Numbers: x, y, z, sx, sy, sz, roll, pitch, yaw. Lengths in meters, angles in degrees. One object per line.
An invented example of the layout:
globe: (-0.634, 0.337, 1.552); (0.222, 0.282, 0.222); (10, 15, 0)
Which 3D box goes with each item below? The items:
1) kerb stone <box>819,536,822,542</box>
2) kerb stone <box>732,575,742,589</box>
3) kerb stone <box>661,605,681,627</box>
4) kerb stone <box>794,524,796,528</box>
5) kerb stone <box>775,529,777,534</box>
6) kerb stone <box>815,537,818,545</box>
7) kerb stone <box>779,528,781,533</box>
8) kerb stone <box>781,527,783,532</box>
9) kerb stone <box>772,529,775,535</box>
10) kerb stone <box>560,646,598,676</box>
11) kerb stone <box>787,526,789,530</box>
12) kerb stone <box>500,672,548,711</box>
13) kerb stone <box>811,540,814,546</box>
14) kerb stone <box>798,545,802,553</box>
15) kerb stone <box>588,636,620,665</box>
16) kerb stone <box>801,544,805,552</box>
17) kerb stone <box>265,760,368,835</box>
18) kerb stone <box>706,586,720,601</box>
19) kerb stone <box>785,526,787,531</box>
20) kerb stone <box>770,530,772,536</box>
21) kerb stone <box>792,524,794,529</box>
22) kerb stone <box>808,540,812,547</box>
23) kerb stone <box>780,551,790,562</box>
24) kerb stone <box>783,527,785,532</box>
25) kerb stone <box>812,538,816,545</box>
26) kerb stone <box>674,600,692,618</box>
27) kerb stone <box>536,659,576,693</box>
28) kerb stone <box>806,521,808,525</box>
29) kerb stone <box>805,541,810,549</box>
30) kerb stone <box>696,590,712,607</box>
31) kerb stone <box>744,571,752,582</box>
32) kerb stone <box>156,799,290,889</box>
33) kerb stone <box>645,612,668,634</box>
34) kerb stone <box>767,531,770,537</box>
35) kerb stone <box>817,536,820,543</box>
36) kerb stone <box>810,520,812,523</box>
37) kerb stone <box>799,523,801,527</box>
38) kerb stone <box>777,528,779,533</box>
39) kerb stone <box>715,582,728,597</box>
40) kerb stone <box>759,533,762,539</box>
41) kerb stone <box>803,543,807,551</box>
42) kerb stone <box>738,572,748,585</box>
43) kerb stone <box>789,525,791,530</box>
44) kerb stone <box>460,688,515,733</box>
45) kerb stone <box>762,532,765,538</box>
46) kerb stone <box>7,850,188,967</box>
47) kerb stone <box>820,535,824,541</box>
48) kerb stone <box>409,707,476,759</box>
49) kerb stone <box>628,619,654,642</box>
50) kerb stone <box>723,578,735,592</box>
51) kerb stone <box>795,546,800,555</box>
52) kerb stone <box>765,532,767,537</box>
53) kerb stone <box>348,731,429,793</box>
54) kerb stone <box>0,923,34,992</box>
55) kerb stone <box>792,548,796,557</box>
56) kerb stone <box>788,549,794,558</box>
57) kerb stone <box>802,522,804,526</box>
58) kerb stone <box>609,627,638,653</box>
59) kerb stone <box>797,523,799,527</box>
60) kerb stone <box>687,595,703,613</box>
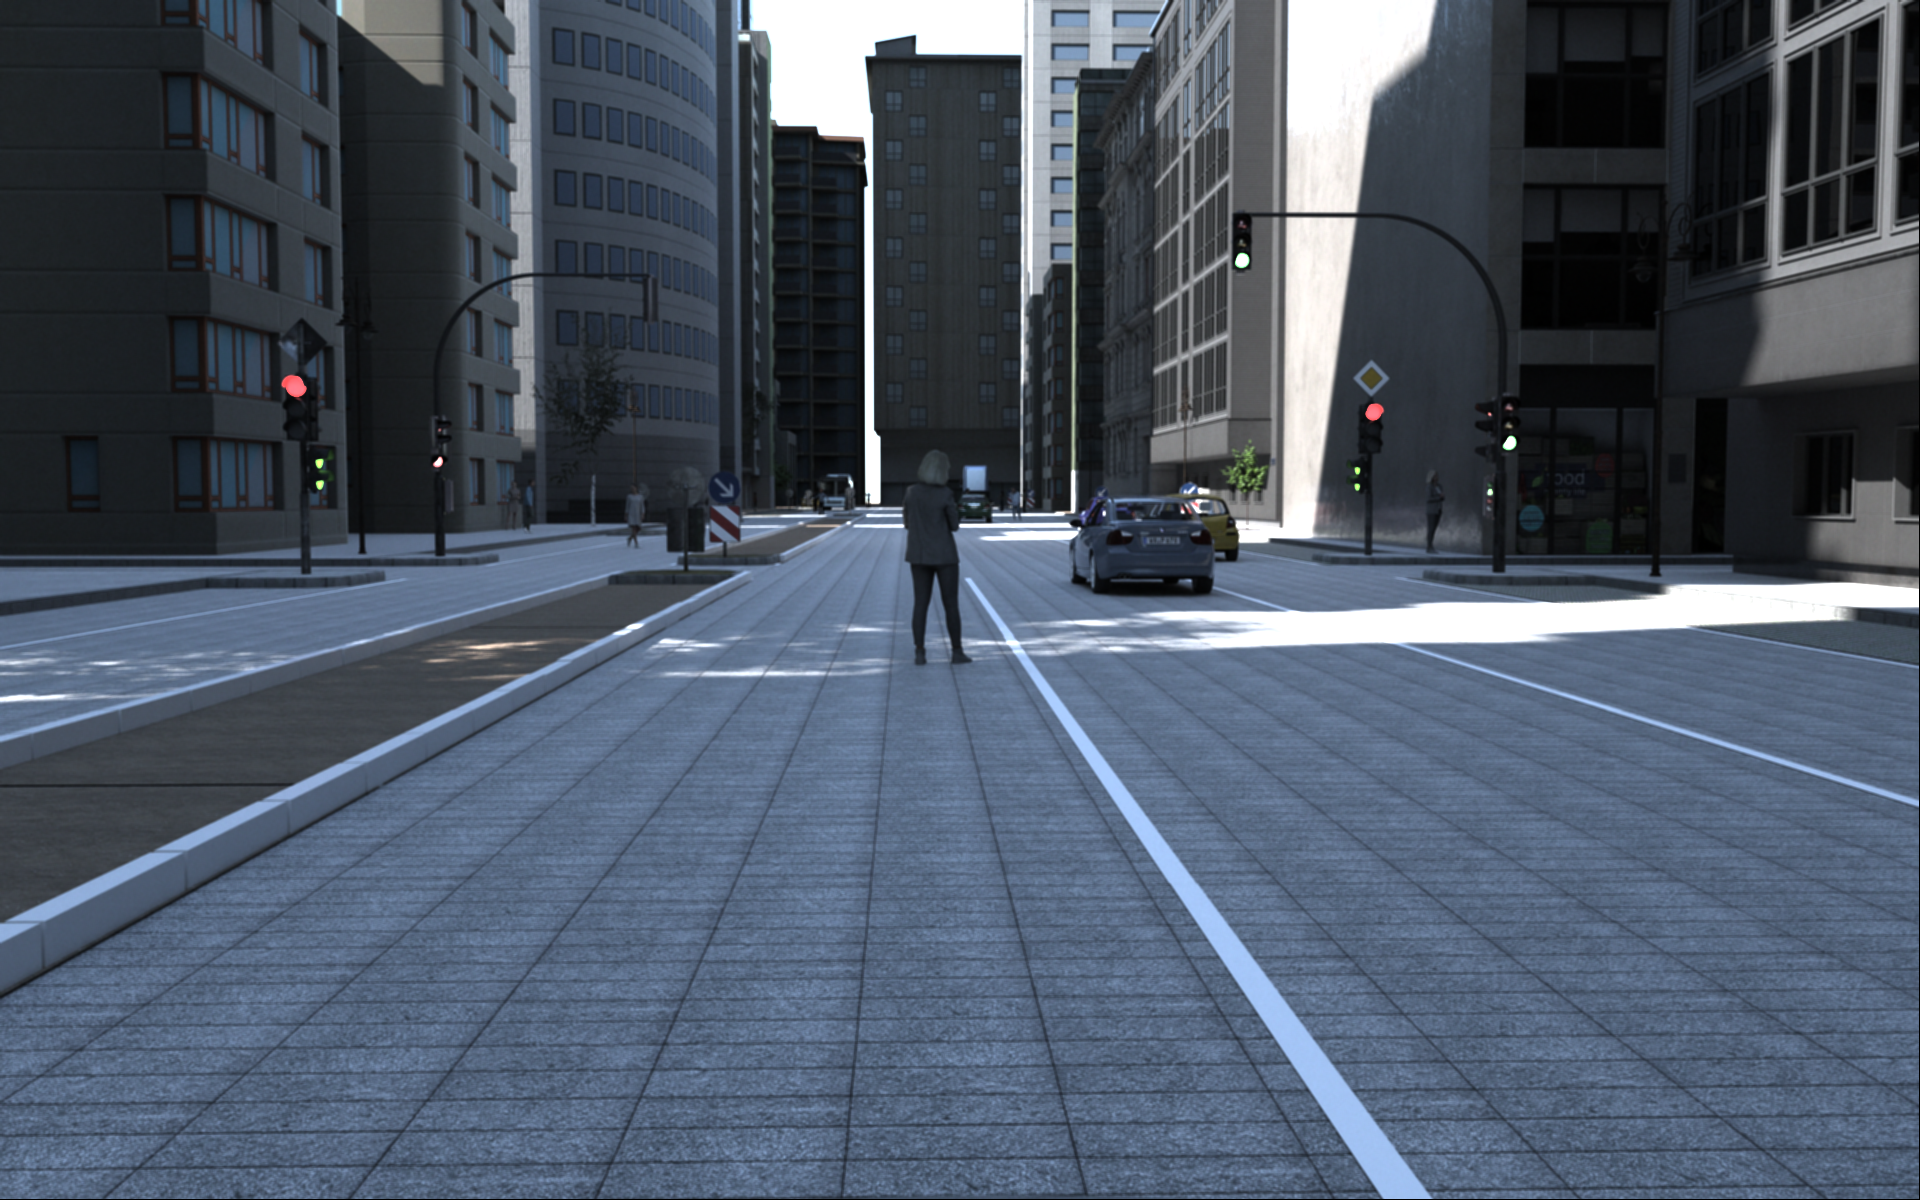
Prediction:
kerb stone: (-4.178, -1.721, 50.352); (0.120, 0.150, 1.000); (0, 4, -2)
kerb stone: (-3.445, -0.241, 26.210); (0.120, 0.150, 1.000); (0, 4, -2)
kerb stone: (-3.214, 0.194, 19.020); (0.120, 0.150, 1.000); (0, 4, -2)
kerb stone: (-6.897, -2.970, 70.784); (0.120, 0.150, 1.000); (0, 4, -2)
kerb stone: (-6.580, -2.345, 60.535); (0.120, 0.150, 1.000); (0, 4, -2)
kerb stone: (-4.116, -1.597, 48.308); (0.120, 0.150, 1.000); (0, 4, -2)
kerb stone: (-6.652, -2.470, 62.581); (0.120, 0.150, 1.000); (0, 4, -2)
kerb stone: (-6.675, -2.533, 63.609); (0.120, 0.150, 1.000); (0, 4, -2)
kerb stone: (-6.554, -2.277, 59.506); (0.120, 0.150, 1.000); (0, 4, -2)
kerb stone: (-3.074, 0.507, 13.900); (0.120, 0.150, 1.000); (0, 4, -2)
kerb stone: (-6.772, -2.721, 66.686); (0.120, 0.150, 1.000); (0, 4, -2)
kerb stone: (-3.005, 0.633, 11.852); (0.120, 0.150, 1.000); (0, 4, -2)
kerb stone: (-4.058, -1.470, 46.251); (0.120, 0.150, 1.000); (0, 4, -2)
kerb stone: (-3.894, -1.155, 41.112); (0.120, 0.150, 1.000); (0, 4, -2)
kerb stone: (-3.101, 0.444, 14.930); (0.120, 0.150, 1.000); (0, 4, -2)
kerb stone: (-3.932, -1.219, 42.133); (0.120, 0.150, 1.000); (0, 4, -2)
kerb stone: (-2.881, 0.883, 7.765); (0.120, 0.150, 1.000); (0, 4, -2)
kerb stone: (-3.351, -0.057, 23.128); (0.120, 0.150, 1.000); (0, 4, -2)
kerb stone: (-6.743, -2.658, 65.652); (0.120, 0.150, 1.000); (0, 4, -2)
kerb stone: (-6.526, -2.219, 58.483); (0.120, 0.150, 1.000); (0, 4, -2)
kerb stone: (-6.872, -2.909, 69.755); (0.120, 0.150, 1.000); (0, 4, -2)
kerb stone: (-4.017, -1.408, 45.224); (0.120, 0.150, 1.000); (0, 4, -2)
kerb stone: (-3.777, -0.906, 37.015); (0.120, 0.150, 1.000); (0, 4, -2)
kerb stone: (-6.709, -2.595, 64.630); (0.120, 0.150, 1.000); (0, 4, -2)
kerb stone: (-4.082, -1.534, 47.272); (0.120, 0.150, 1.000); (0, 4, -2)
kerb stone: (-3.256, 0.132, 20.041); (0.120, 0.150, 1.000); (0, 4, -2)
kerb stone: (-3.035, 0.578, 12.878); (0.120, 0.150, 1.000); (0, 4, -2)
kerb stone: (-7.146, -3.473, 78.982); (0.120, 0.150, 1.000); (0, 4, -2)
kerb stone: (-3.987, -1.346, 44.202); (0.120, 0.150, 1.000); (0, 4, -2)
kerb stone: (-3.315, 0.006, 22.096); (0.120, 0.150, 1.000); (0, 4, -2)
kerb stone: (-3.501, -0.371, 28.253); (0.120, 0.150, 1.000); (0, 4, -2)
kerb stone: (-2.855, 0.946, 6.735); (0.120, 0.150, 1.000); (0, 4, -2)
kerb stone: (-3.192, 0.260, 17.995); (0.120, 0.150, 1.000); (0, 4, -2)
kerb stone: (-6.492, -2.156, 57.462); (0.120, 0.150, 1.000); (0, 4, -2)
kerb stone: (-4.139, -1.651, 49.331); (0.120, 0.150, 1.000); (0, 4, -2)
kerb stone: (-7.242, -3.658, 82.051); (0.120, 0.150, 1.000); (0, 4, -2)
kerb stone: (-6.992, -3.154, 73.854); (0.120, 0.150, 1.000); (0, 4, -2)
kerb stone: (-6.622, -2.408, 61.560); (0.120, 0.150, 1.000); (0, 4, -2)
kerb stone: (-3.378, -0.120, 24.158); (0.120, 0.150, 1.000); (0, 4, -2)
kerb stone: (-6.405, -1.965, 54.382); (0.120, 0.150, 1.000); (0, 4, -2)
kerb stone: (-3.961, -1.280, 43.165); (0.120, 0.150, 1.000); (0, 4, -2)
kerb stone: (-3.473, -0.308, 27.232); (0.120, 0.150, 1.000); (0, 4, -2)
kerb stone: (-6.812, -2.784, 67.707); (0.120, 0.150, 1.000); (0, 4, -2)
kerb stone: (-2.972, 0.697, 10.830); (0.120, 0.150, 1.000); (0, 4, -2)
kerb stone: (-6.431, -2.031, 55.407); (0.120, 0.150, 1.000); (0, 4, -2)
kerb stone: (-2.822, 1.009, 5.703); (0.120, 0.150, 1.000); (0, 4, -2)
kerb stone: (-4.201, -1.785, 51.376); (0.120, 0.150, 1.000); (0, 4, -2)
kerb stone: (-2.942, 0.758, 9.809); (0.120, 0.150, 1.000); (0, 4, -2)
kerb stone: (-3.163, 0.321, 16.973); (0.120, 0.150, 1.000); (0, 4, -2)
kerb stone: (-3.414, -0.183, 25.184); (0.120, 0.150, 1.000); (0, 4, -2)
kerb stone: (-3.864, -1.094, 40.080); (0.120, 0.150, 1.000); (0, 4, -2)
kerb stone: (-6.463, -2.094, 56.437); (0.120, 0.150, 1.000); (0, 4, -2)
kerb stone: (-2.909, 0.820, 8.786); (0.120, 0.150, 1.000); (0, 4, -2)
kerb stone: (-2.793, 1.071, 4.681); (0.120, 0.150, 1.000); (0, 4, -2)
kerb stone: (-3.838, -1.031, 39.058); (0.120, 0.150, 1.000); (0, 4, -2)
kerb stone: (-3.801, -0.967, 38.037); (0.120, 0.150, 1.000); (0, 4, -2)
kerb stone: (-7.052, -3.285, 75.904); (0.120, 0.150, 1.000); (0, 4, -2)
kerb stone: (-3.130, 0.382, 15.951); (0.120, 0.150, 1.000); (0, 4, -2)
kerb stone: (-6.955, -3.097, 72.830); (0.120, 0.150, 1.000); (0, 4, -2)
kerb stone: (-3.279, 0.078, 21.068); (0.120, 0.150, 1.000); (0, 4, -2)
